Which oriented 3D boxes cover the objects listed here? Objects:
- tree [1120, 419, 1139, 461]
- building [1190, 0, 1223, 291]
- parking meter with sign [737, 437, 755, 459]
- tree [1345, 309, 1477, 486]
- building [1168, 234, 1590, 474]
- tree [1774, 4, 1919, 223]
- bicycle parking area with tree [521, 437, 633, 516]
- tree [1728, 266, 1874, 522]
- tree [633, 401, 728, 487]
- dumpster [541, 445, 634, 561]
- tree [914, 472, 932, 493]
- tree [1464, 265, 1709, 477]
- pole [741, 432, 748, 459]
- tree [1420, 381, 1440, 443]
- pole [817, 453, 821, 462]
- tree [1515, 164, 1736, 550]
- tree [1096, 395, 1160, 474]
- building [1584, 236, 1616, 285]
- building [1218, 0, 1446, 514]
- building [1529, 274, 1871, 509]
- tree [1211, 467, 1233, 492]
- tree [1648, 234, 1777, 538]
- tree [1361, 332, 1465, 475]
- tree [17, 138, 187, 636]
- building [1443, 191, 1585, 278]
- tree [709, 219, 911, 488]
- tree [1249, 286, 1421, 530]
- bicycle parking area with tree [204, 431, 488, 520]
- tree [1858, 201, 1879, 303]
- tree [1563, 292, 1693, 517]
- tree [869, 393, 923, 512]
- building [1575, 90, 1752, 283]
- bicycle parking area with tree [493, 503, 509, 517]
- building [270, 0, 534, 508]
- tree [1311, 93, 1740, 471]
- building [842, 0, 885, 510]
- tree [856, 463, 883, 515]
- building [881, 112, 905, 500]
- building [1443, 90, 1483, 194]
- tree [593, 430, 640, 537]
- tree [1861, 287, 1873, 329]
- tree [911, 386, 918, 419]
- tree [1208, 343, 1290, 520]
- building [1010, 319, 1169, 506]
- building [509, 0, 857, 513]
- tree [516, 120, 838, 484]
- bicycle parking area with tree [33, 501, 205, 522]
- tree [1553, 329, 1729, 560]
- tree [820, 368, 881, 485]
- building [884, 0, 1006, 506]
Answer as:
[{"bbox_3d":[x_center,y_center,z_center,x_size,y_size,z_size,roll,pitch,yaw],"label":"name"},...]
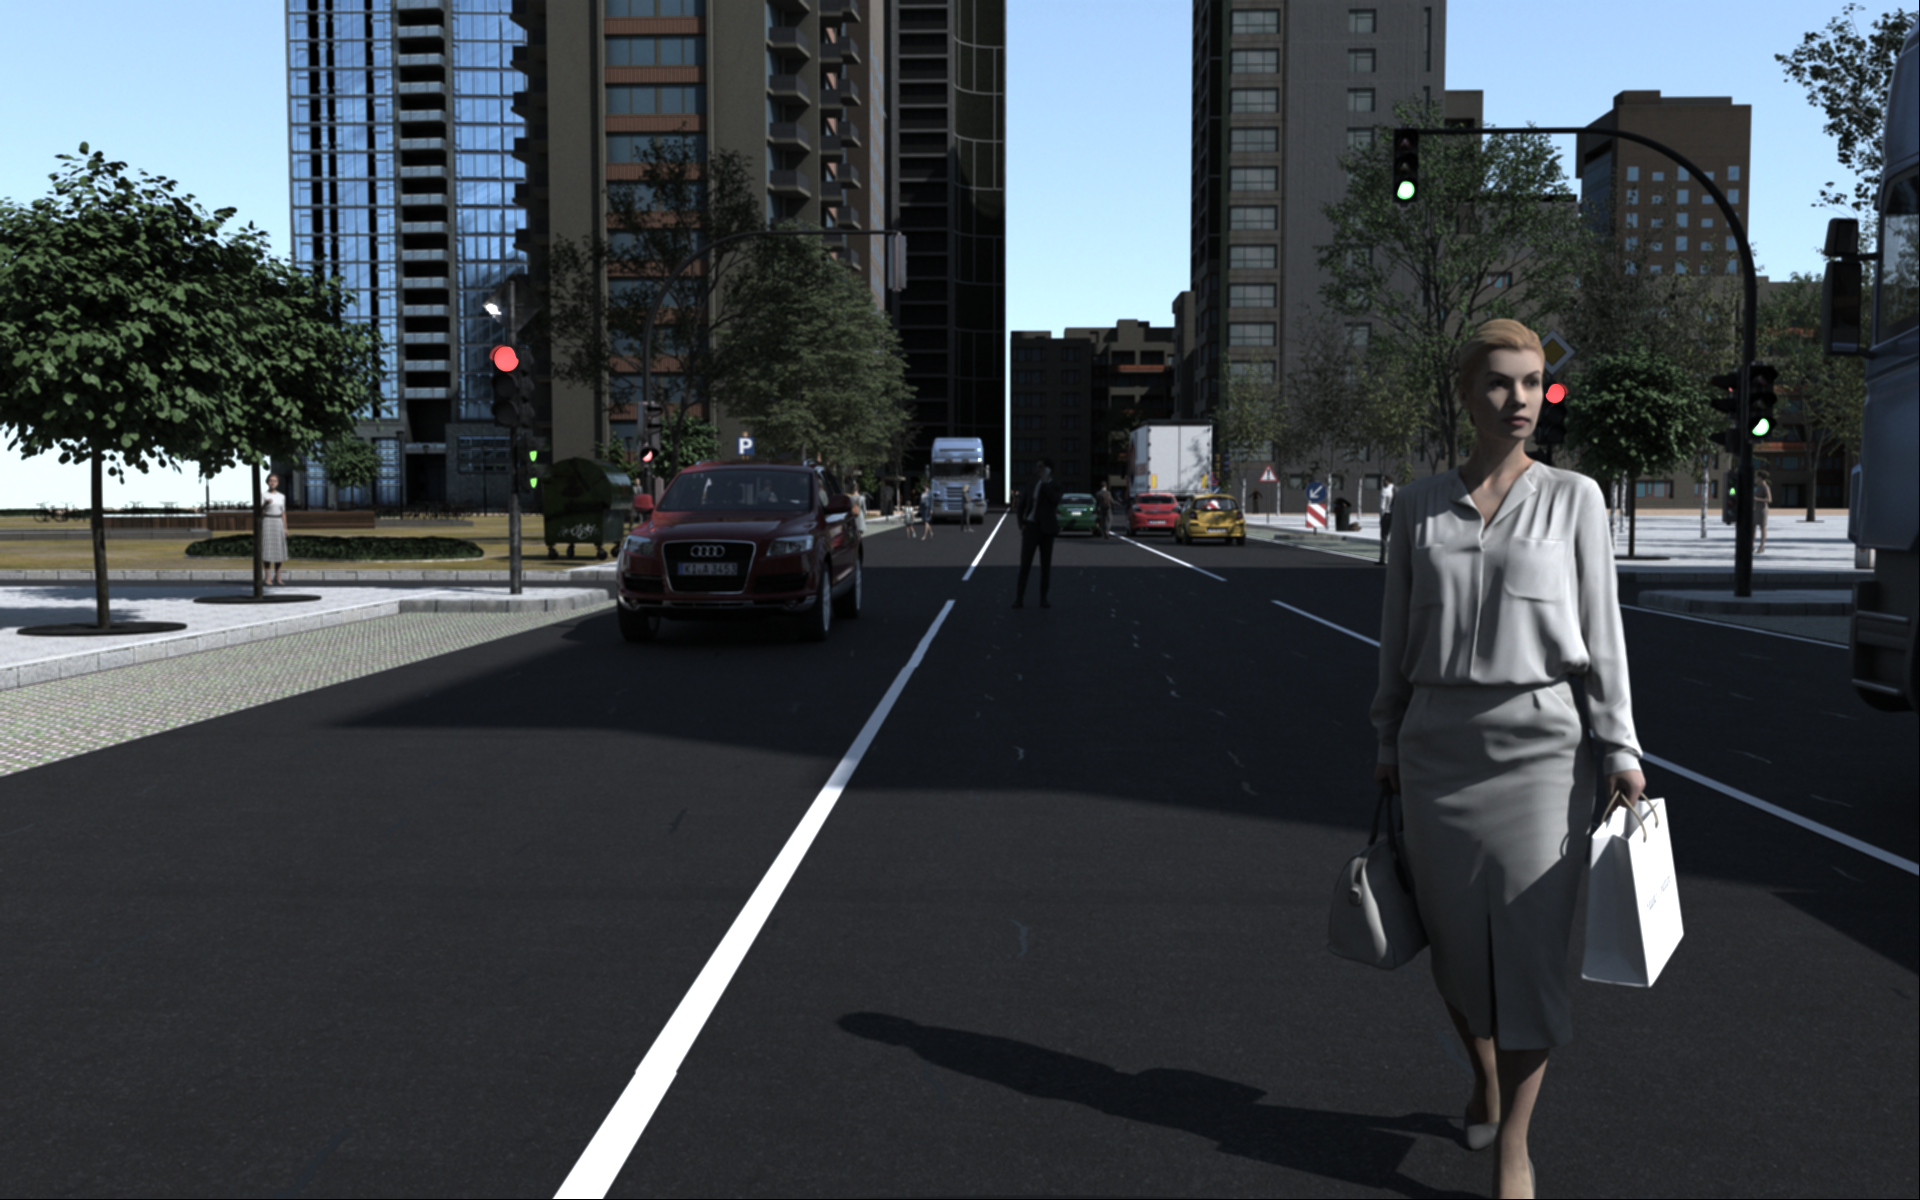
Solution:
[{"bbox_3d":[17.414,-13.191,166.035,4.737,8.622,4.395,0,3,0],"label":"tree"},{"bbox_3d":[31.113,-44.458,165.137,20.563,71.187,20.611,0,4,2],"label":"building"},{"bbox_3d":[-6.635,-3.523,53.869,0.543,3.016,1.738,0,4,-5],"label":"parking meter with sign"},{"bbox_3d":[17.194,-7.156,67.367,4.737,8.622,4.395,0,3,0],"label":"tree"},{"bbox_3d":[32.446,-18.143,141.680,27.650,21.520,28.899,0,4,2],"label":"building"},{"bbox_3d":[33.690,-12.269,56.486,12.611,20.169,13.585,0,3,0],"label":"tree"},{"bbox_3d":[-17.491,-6.264,89.425,9.016,4.147,8.231,0,4,-3],"label":"bicycle parking area with tree"},{"bbox_3d":[39.000,-9.375,79.043,9.928,11.665,9.643,0,3,0],"label":"tree"},{"bbox_3d":[-9.827,-4.742,61.246,4.285,4.588,4.351,0,3,0],"label":"tree"},{"bbox_3d":[-7.375,-1.933,34.094,1.502,2.255,1.985,0,4,2],"label":"dumpster"},{"bbox_3d":[-3.330,-9.787,154.623,1.663,3.219,1.824,0,3,0],"label":"tree"},{"bbox_3d":[26.152,-8.391,71.609,8.767,10.594,7.601,0,4,7],"label":"tree"},{"bbox_3d":[-7.071,-3.856,56.893,0.158,3.312,0.155,0,3,0],"label":"pole"},{"bbox_3d":[19.502,-7.868,78.998,4.360,8.622,3.978,0,3,0],"label":"tree"},{"bbox_3d":[-6.486,-5.242,79.554,0.158,3.312,0.155,0,3,0],"label":"pole"},{"bbox_3d":[15.276,-5.460,39.629,4.360,8.622,3.978,0,3,0],"label":"tree"},{"bbox_3d":[17.863,-15.660,181.792,9.928,11.665,9.643,0,3,0],"label":"tree"},{"bbox_3d":[64.493,-25.942,195.844,14.107,30.474,14.160,0,4,2],"label":"building"},{"bbox_3d":[24.892,-26.683,119.867,14.154,41.232,14.086,0,4,2],"label":"building"},{"bbox_3d":[72.285,-19.377,161.856,28.899,21.520,27.650,0,4,2],"label":"building"},{"bbox_3d":[15.675,-6.809,105.923,1.663,3.219,1.824,0,3,0],"label":"tree"},{"bbox_3d":[21.821,-6.096,50.034,4.737,8.622,4.395,0,3,0],"label":"tree"},{"bbox_3d":[27.527,-10.181,100.863,8.767,10.594,7.601,0,4,5],"label":"tree"},{"bbox_3d":[-8.015,-1.989,16.239,4.285,4.588,4.351,0,3,0],"label":"tree"},{"bbox_3d":[51.024,-24.308,169.140,14.107,30.474,14.160,0,4,2],"label":"building"},{"bbox_3d":[-6.988,-9.434,72.376,7.486,12.596,7.792,0,3,0],"label":"tree"},{"bbox_3d":[13.458,-6.853,62.409,4.360,8.622,3.978,0,3,0],"label":"tree"},{"bbox_3d":[-28.049,-5.666,79.634,8.231,4.147,9.016,2,4,31],"label":"bicycle parking area with tree"},{"bbox_3d":[23.673,-5.743,44.263,4.737,8.622,4.395,0,3,0],"label":"tree"},{"bbox_3d":[37.314,-10.959,97.309,7.486,12.596,7.792,0,3,0],"label":"tree"},{"bbox_3d":[-4.599,-10.503,122.088,4.360,8.622,3.978,0,3,0],"label":"tree"},{"bbox_3d":[78.658,-33.356,195.488,14.200,45.320,14.600,0,4,2],"label":"building"},{"bbox_3d":[-29.053,-6.925,100.222,9.016,4.147,8.231,-3,5,-41],"label":"bicycle parking area with tree"},{"bbox_3d":[-50.589,-52.261,167.145,31.000,86.520,22.319,0,4,2],"label":"building"},{"bbox_3d":[12.958,-7.343,45.822,9.928,11.665,9.643,0,3,0],"label":"tree"},{"bbox_3d":[-13.635,-30.082,141.958,14.600,45.320,14.200,0,4,2],"label":"building"},{"bbox_3d":[-5.510,-6.835,106.349,1.663,3.219,1.824,0,3,0],"label":"tree"},{"bbox_3d":[-20.421,-31.370,167.518,28.867,44.769,22.147,0,4,2],"label":"building"},{"bbox_3d":[46.582,-35.245,199.955,21.600,48.544,21.300,0,4,2],"label":"building"},{"bbox_3d":[-10.303,-3.513,52.038,1.663,3.219,1.824,0,3,0],"label":"tree"},{"bbox_3d":[22.654,-5.400,38.645,4.360,8.622,3.978,0,3,0],"label":"tree"},{"bbox_3d":[-5.863,-10.486,89.566,7.486,12.596,7.792,0,3,0],"label":"tree"},{"bbox_3d":[14.129,-8.275,85.656,4.737,8.622,4.395,0,3,0],"label":"tree"},{"bbox_3d":[20.454,-22.054,205.629,28.899,21.520,27.650,0,4,2],"label":"building"},{"bbox_3d":[-18.611,-28.502,120.636,22.147,44.769,28.867,0,4,2],"label":"building"},{"bbox_3d":[-7.430,-6.710,44.114,8.767,10.594,7.601,0,4,-7],"label":"tree"},{"bbox_3d":[-38.139,-5.784,81.572,8.231,4.147,9.016,1,4,14],"label":"bicycle parking area with tree"},{"bbox_3d":[13.235,-3.090,34.233,4.285,4.588,4.351,0,3,0],"label":"tree"},{"bbox_3d":[-6.210,-9.108,99.275,4.737,8.622,4.395,0,3,0],"label":"tree"},{"bbox_3d":[-5.016,-46.635,200.741,20.611,71.187,20.563,0,4,2],"label":"building"}]
